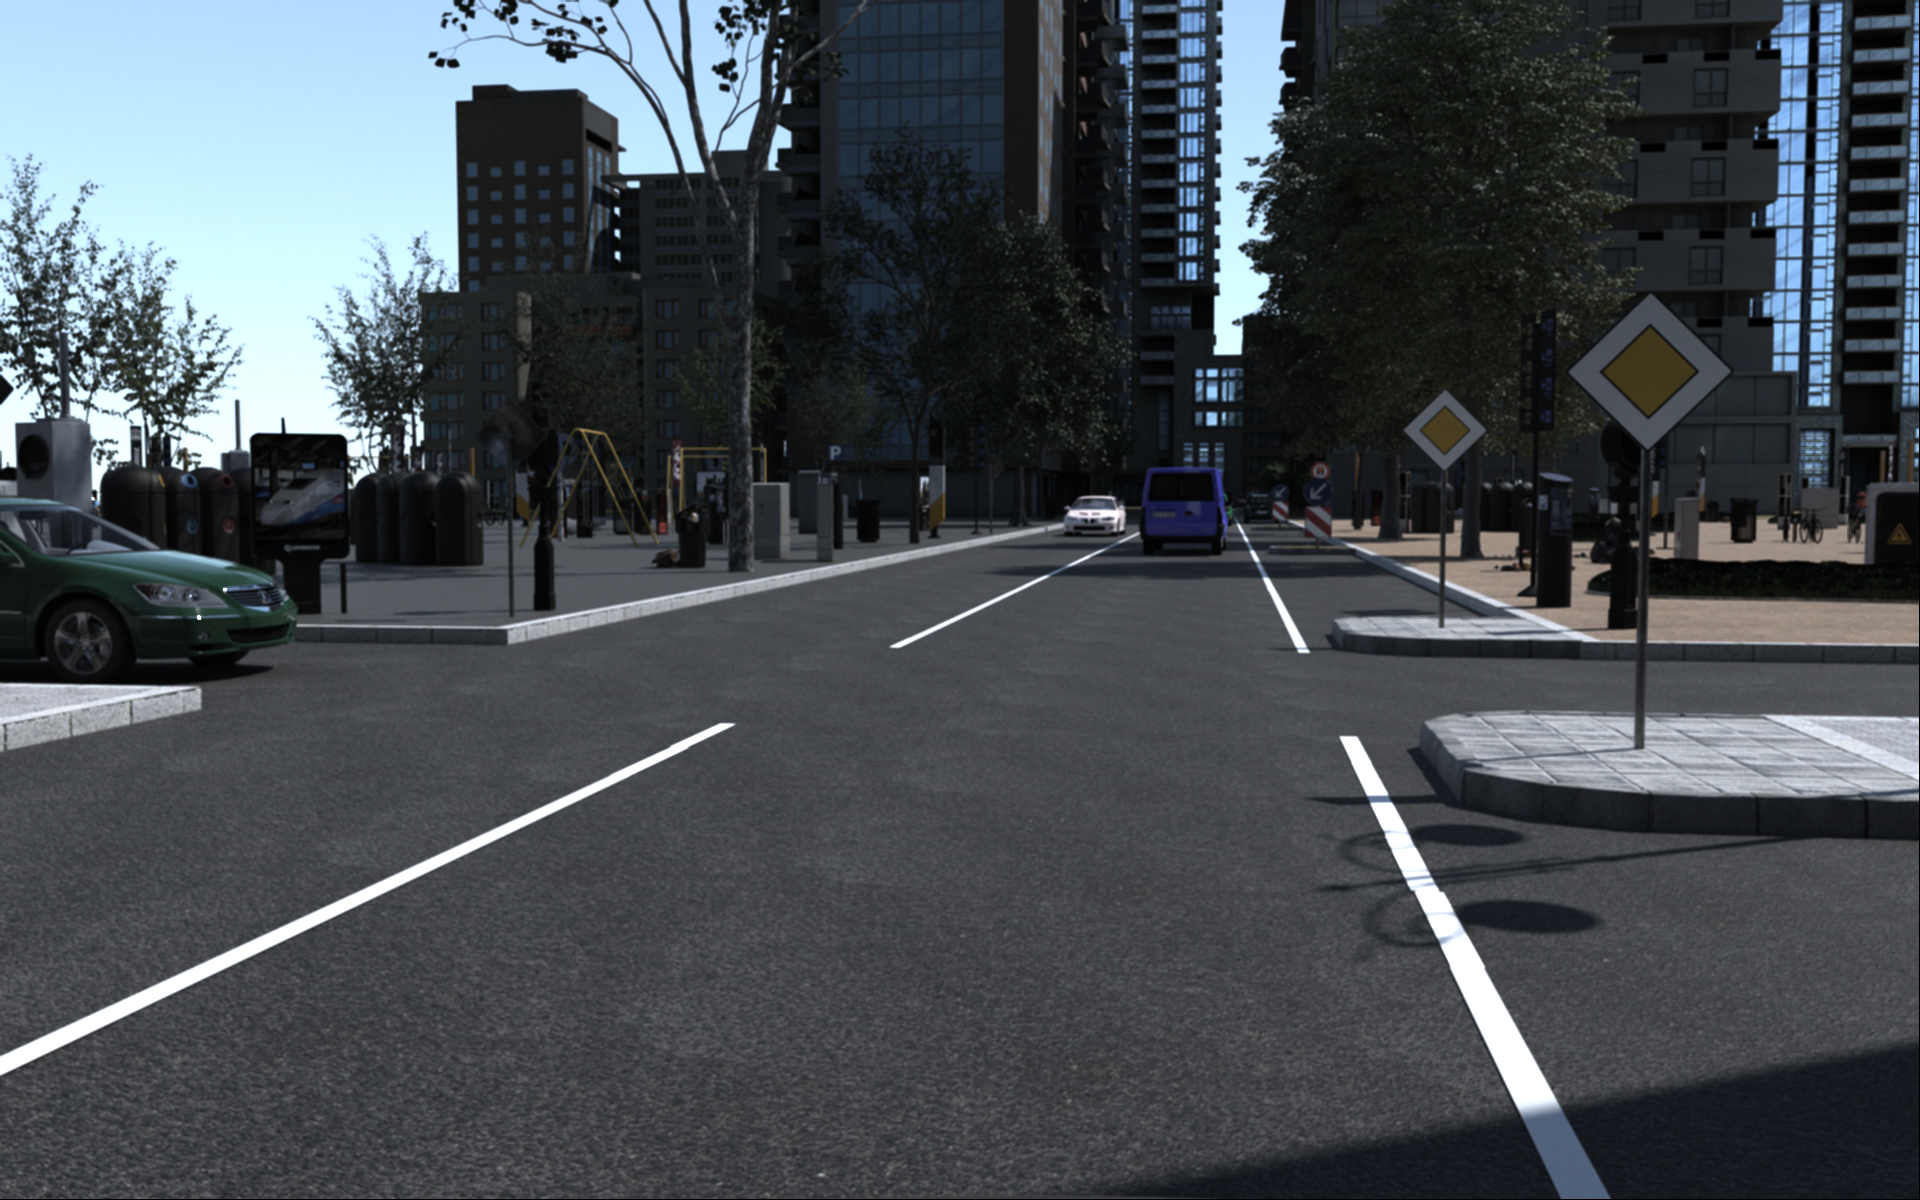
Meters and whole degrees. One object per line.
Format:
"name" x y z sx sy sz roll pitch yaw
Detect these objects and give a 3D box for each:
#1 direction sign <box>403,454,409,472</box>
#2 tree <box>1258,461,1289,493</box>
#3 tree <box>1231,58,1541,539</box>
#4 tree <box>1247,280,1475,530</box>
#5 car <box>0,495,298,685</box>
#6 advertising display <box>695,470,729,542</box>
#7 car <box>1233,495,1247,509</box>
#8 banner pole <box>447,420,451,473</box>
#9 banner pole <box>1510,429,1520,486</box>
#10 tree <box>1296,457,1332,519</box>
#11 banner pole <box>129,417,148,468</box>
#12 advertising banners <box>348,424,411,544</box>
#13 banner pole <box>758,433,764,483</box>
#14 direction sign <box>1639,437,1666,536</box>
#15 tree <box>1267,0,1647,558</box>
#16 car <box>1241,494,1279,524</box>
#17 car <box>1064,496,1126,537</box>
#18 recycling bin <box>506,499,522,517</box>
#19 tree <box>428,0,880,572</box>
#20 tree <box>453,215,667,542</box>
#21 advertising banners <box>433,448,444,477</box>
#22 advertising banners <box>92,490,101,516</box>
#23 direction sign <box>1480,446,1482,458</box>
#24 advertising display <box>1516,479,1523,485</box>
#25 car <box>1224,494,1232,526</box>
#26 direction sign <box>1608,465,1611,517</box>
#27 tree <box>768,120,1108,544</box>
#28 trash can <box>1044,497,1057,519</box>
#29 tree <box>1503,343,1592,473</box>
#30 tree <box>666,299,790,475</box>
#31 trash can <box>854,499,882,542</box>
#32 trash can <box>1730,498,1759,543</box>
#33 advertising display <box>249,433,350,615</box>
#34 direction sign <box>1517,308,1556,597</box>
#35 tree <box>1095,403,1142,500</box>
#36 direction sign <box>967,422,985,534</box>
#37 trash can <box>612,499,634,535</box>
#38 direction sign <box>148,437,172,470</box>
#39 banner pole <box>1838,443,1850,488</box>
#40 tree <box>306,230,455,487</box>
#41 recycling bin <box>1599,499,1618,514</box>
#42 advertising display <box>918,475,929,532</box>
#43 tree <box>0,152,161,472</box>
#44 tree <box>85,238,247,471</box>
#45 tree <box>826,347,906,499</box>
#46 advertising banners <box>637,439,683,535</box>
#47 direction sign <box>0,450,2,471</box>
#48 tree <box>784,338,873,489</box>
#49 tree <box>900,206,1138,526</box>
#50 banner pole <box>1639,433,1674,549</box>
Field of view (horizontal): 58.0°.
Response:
"direction sign" -31.231 -6.446 97.387 0.876 3.537 0.379 3 4 37
"tree" 30.435 -11.220 167.165 4.285 4.588 4.351 0 3 0
"tree" 12.385 -8.753 49.771 9.857 13.997 8.962 0 3 0
"tree" 14.262 -7.814 62.164 8.767 10.594 7.601 1 4 23
"car" -7.834 -0.138 14.047 4.920 1.459 2.131 1 4 10
"advertising display" -6.645 -2.521 46.426 0.974 1.923 0.123 2 4 23
"car" 26.854 -9.306 164.733 1.945 1.354 3.894 1 4 8
"banner pole" -17.067 -4.157 57.988 0.401 3.779 0.863 -1 4 -18
"banner pole" 21.400 -4.695 66.781 0.401 3.779 0.863 -1 4 -9
"tree" 18.237 -5.778 89.068 1.663 3.219 1.824 0 3 0
"banner pole" -26.437 -4.031 55.921 0.401 3.779 0.863 1 4 22
"advertising banners" -14.719 -2.905 43.682 2.074 3.025 0.090 2 4 28
"banner pole" -8.184 -4.971 71.296 0.401 3.779 0.863 1 4 8
"direction sign" 21.271 -3.748 53.279 0.876 3.537 0.379 1 4 11
"tree" 9.941 -7.129 34.685 7.486 12.596 7.792 0 3 0
"car" 14.805 -4.595 84.906 2.009 1.686 4.222 1 4 10
"car" 4.715 -2.918 60.064 2.083 1.381 4.827 1 4 10
"recycling bin" -24.534 -5.079 95.588 0.722 1.027 0.722 2 4 24
"tree" -4.047 -10.620 29.523 12.611 20.169 13.585 0 3 0
"tree" -10.555 -5.884 46.559 4.360 8.622 3.978 0 3 0
"advertising banners" -18.969 -4.206 64.961 2.074 3.025 0.090 2 4 29
"advertising banners" -33.146 -4.274 66.072 2.074 3.025 0.090 0 4 3
"direction sign" 24.250 -5.497 81.877 0.379 3.537 0.876 -3 4 -38
"advertising display" 24.590 -4.355 76.426 0.123 1.923 0.974 3 4 36
"car" 11.526 -4.311 79.276 1.959 1.807 4.718 0 4 7
"direction sign" 25.783 -4.693 68.731 0.379 3.537 0.876 1 4 16
"tree" -1.373 -6.722 44.323 8.767 10.594 7.601 2 4 29
"trash can" 4.617 -4.731 89.003 0.748 1.137 0.748 0 3 0
"tree" 28.181 -8.092 82.672 4.737 8.622 4.395 0 3 0
"tree" -8.509 -6.998 64.775 4.737 8.622 4.395 0 3 0
"trash can" -2.447 -2.115 46.228 0.748 1.137 0.748 0 3 0
"trash can" 20.647 -2.077 45.619 0.748 1.137 0.748 0 3 0
"advertising display" -7.015 -0.808 18.427 0.974 1.923 0.123 -2 4 -28
"direction sign" 7.193 -1.813 21.637 0.379 3.537 0.876 0 4 -7
"tree" 12.457 -11.582 139.723 4.737 8.622 4.395 0 3 0
"direction sign" 0.520 -3.863 55.160 0.379 3.537 0.876 -3 4 -38
"trash can" -10.731 -2.658 55.114 0.748 1.137 0.748 0 3 0
"direction sign" -31.597 -4.683 68.565 0.876 3.537 0.379 1 4 11
"banner pole" 43.650 -5.842 85.534 0.401 3.779 0.863 -1 4 -12
"tree" -15.412 -5.953 47.701 4.360 8.622 3.978 0 3 0
"recycling bin" 32.591 -4.556 87.043 0.722 1.027 0.722 -3 5 -39
"advertising display" -1.261 -3.323 59.543 0.123 1.923 0.974 1 4 19
"tree" -19.619 -5.338 37.632 4.360 8.622 3.978 0 3 0
"tree" -23.170 -6.101 50.108 4.737 8.622 4.395 0 3 0
"tree" -4.786 -8.225 84.835 4.737 8.622 4.395 0 3 0
"advertising banners" -9.443 -3.577 54.676 0.090 3.025 2.074 2 4 34
"direction sign" -49.947 -5.960 89.445 0.876 3.537 0.379 -1 4 -20
"tree" -6.249 -7.865 78.948 4.360 8.622 3.978 0 3 0
"tree" 2.321 -9.328 69.523 9.611 12.733 9.660 0 3 0
"banner pole" 16.290 -3.086 40.475 0.863 3.779 0.401 3 4 38
